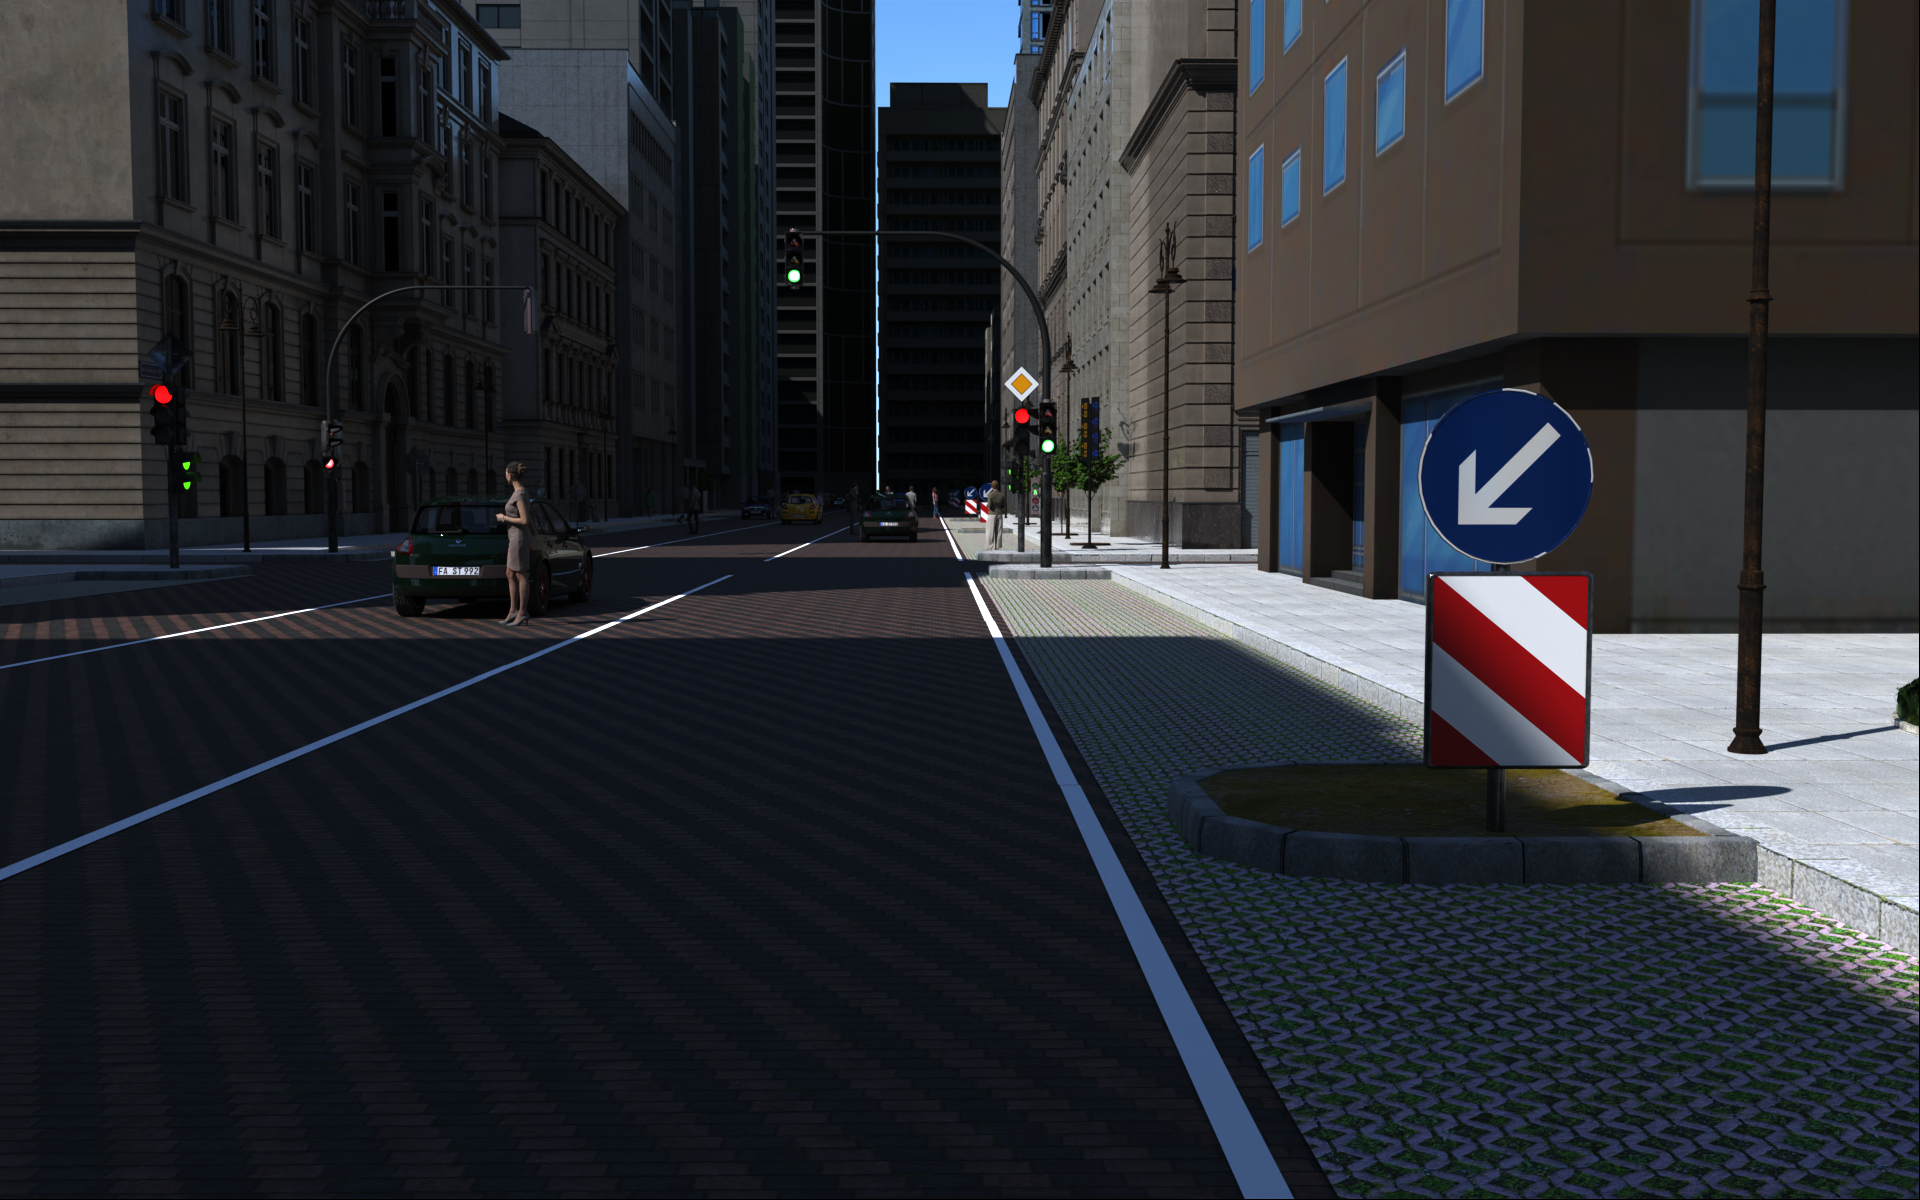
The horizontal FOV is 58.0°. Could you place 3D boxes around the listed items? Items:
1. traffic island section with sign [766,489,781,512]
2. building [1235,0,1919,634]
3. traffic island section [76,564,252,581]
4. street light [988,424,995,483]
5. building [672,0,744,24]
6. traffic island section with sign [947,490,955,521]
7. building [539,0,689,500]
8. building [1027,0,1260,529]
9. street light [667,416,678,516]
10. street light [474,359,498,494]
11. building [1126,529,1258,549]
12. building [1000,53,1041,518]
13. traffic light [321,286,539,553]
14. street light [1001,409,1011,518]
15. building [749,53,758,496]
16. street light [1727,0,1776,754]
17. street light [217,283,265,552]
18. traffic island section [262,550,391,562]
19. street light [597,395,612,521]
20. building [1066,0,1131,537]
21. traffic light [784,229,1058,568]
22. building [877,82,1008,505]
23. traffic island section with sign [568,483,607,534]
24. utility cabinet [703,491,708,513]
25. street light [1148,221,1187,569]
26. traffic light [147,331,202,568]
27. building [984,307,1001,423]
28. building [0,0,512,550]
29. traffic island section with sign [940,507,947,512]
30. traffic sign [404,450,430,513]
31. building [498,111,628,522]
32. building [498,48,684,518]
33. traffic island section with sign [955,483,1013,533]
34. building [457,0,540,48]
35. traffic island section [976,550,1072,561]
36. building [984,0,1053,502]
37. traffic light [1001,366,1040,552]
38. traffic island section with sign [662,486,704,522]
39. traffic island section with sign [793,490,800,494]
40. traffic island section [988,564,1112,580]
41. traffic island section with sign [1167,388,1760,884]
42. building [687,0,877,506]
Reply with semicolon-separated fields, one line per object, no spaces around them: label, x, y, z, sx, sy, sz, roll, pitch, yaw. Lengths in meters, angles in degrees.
traffic island section with sign;-15.246;-8.019;139.741;1.989;1.847;2.006;0;4;-1
building;11.695;-22.701;21.280;14.600;45.320;14.200;0;4;-1
traffic island section;-13.623;-0.473;30.008;2.009;0.180;2.903;0;4;-1
street light;2.024;-8.573;112.960;0.468;5.910;1.993;0;4;-1
building;-25.215;-27.979;141.046;14.154;41.232;14.086;0;4;-1
traffic island section with sign;0.443;-5.022;90.733;1.989;1.847;2.006;0;4;-1
building;-29.747;-45.146;176.385;20.611;71.187;20.563;0;4;-1
building;10.034;-17.343;80.828;12.463;27.353;25.104;0;4;-1
street light;-16.966;-7.927;102.391;0.468;5.910;1.993;0;4;-1
street light;-16.180;-5.285;59.203;0.468;5.910;1.993;0;4;-1
building;17.174;-15.168;45.258;25.104;27.353;12.463;0;4;-1
building;8.842;-17.453;103.383;12.078;24.808;19.932;0;4;-1
traffic light;-11.635;-3.869;37.930;4.771;5.953;1.251;0;4;-1
street light;2.436;-7.280;91.820;0.468;5.910;1.993;0;4;-1
building;-25.971;-28.857;155.400;14.154;41.232;14.086;0;4;-1
street light;3.916;-2.180;8.438;0.468;5.910;1.993;0;4;-1
street light;-15.748;-3.993;38.073;0.468;5.910;1.993;0;4;-1
traffic island section;-13.765;-0.961;37.992;2.009;0.180;2.903;0;4;-1
street light;-16.578;-6.615;80.946;0.468;5.910;1.993;0;4;-1
building;9.533;-12.532;59.645;10.420;20.320;16.860;0;4;-1
traffic light;-0.614;-3.383;29.978;4.771;5.953;1.251;0;4;-1
building;1.029;-35.736;207.982;21.600;48.544;21.300;0;4;-1
traffic island section with sign;-13.867;-3.301;62.598;1.989;1.847;2.006;0;4;-1
utility cabinet;-16.769;-6.387;113.104;0.318;1.500;1.173;-1;4;-21
street light;3.533;-3.477;29.630;0.468;5.910;1.993;0;4;-1
traffic light;-13.583;-2.505;29.874;0.839;4.253;0.868;0;4;-1
building;16.706;-20.150;174.485;27.650;21.520;28.899;0;4;-1
building;-24.057;-14.465;55.592;14.460;24.649;34.723;0;4;-1
traffic island section with sign;-0.427;-8.062;140.446;1.989;1.847;2.006;0;4;-1
traffic sign;-15.664;-3.050;49.980;0.768;2.556;0.104;0;4;0
building;-22.739;-13.340;82.743;10.561;19.102;19.286;0;4;-1
building;-23.798;-17.376;102.126;12.078;24.808;19.932;0;4;-1
traffic island section with sign;0.916;-3.373;63.782;1.989;1.847;2.006;0;4;-1
building;-29.052;-41.845;122.410;20.563;71.187;20.611;0;4;-1
traffic island section;1.374;-0.977;38.255;2.009;0.180;2.903;0;4;-1
building;13.695;-50.756;142.529;22.319;86.520;31.000;0;4;-1
traffic light;1.334;-3.010;38.140;0.839;4.253;0.868;0;4;-1
traffic island section with sign;-14.359;-4.974;89.959;1.989;1.847;2.006;0;4;-1
traffic island section with sign;-15.727;-9.668;166.692;1.989;1.847;2.006;0;4;-1
traffic island section;1.516;-0.489;30.271;2.009;0.180;2.903;0;4;-1
traffic island section with sign;1.926;0.083;7.268;1.989;1.847;2.006;0;4;-1
building;-20.587;-46.989;206.522;20.611;71.187;20.563;0;4;-1
